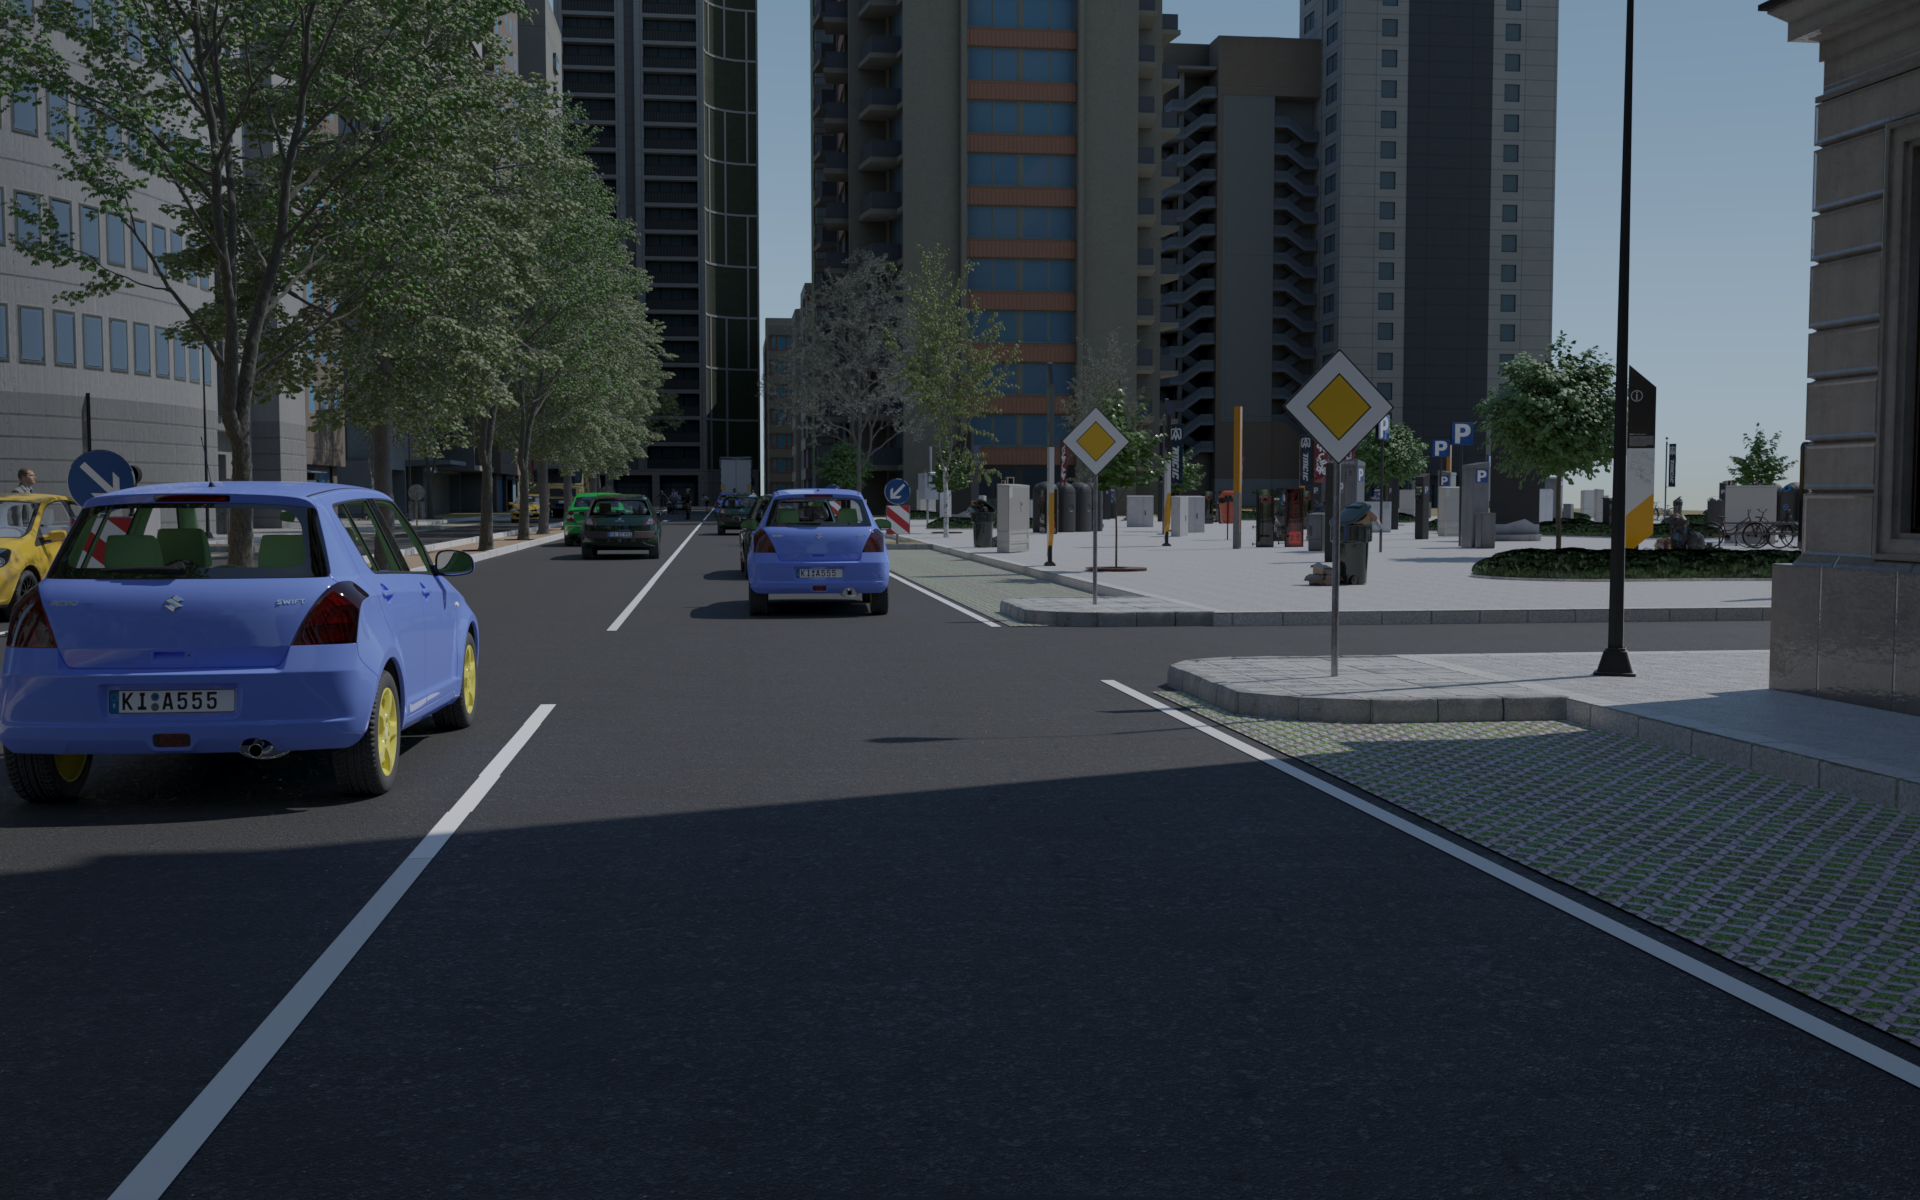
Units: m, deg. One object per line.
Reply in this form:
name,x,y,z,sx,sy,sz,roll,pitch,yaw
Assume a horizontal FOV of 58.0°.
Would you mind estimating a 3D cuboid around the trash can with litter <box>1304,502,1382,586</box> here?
trash can with litter,5.390,-0.796,24.402,1.055,1.170,0.624,-3,4,-37

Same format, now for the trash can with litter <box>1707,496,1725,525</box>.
trash can with litter,23.770,-2.716,55.458,2.233,1.210,1.678,1,4,17

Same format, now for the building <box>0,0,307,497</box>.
building,-34.215,-31.144,51.206,21.231,58.520,28.212,0,4,-8

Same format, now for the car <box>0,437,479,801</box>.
car,-3.704,0.009,9.446,1.945,1.707,3.694,0,4,-7

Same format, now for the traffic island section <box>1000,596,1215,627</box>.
traffic island section,1.584,0.132,20.117,2.009,0.180,2.903,0,4,-8

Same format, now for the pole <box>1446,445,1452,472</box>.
pole,20.305,-4.778,71.966,0.158,3.312,0.155,0,3,0

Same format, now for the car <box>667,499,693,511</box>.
car,-23.046,-7.970,142.113,2.131,1.459,4.920,0,4,-6

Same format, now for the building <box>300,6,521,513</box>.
building,-39.611,-29.040,124.914,14.600,45.320,14.200,0,4,-8

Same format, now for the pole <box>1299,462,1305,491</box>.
pole,13.018,-4.408,65.915,0.158,3.312,0.155,0,3,0

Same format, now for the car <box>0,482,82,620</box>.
car,-11.466,-0.637,20.635,2.015,1.641,3.980,0,4,-6

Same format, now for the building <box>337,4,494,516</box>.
building,-43.570,-31.411,102.816,28.713,52.752,27.495,0,4,-8

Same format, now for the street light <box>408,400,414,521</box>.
street light,-25.416,-6.677,81.704,1.470,5.913,1.316,0,4,-8

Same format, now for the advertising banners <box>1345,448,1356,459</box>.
advertising banners,13.286,-4.068,62.694,2.074,3.025,0.090,0,4,5

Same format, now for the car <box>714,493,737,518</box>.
car,-14.235,-5.951,106.886,1.945,1.707,3.694,0,4,-6

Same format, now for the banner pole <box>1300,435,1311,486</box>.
banner pole,12.939,-4.535,64.164,0.863,3.779,0.401,3,5,40

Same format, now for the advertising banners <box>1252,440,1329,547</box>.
advertising banners,8.053,-2.791,41.817,2.074,3.025,0.090,-1,4,-13

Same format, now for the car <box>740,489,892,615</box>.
car,-1.809,-0.749,21.841,1.945,1.707,3.694,0,4,-6

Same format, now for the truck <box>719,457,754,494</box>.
truck,-17.539,-8.990,135.901,2.839,4.237,11.283,0,4,-7

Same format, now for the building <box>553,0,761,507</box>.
building,-31.761,-45.629,184.286,20.611,71.187,20.563,0,4,-8

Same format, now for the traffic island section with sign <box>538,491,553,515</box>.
traffic island section with sign,-28.576,-6.735,118.742,1.989,1.847,2.006,0,4,-8

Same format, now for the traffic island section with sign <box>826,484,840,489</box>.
traffic island section with sign,-5.411,-3.864,71.809,1.989,1.847,2.006,0,4,-8

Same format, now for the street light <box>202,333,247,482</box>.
street light,-21.125,-4.724,49.773,1.470,5.913,1.316,0,4,-8

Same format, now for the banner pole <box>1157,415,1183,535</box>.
banner pole,6.647,-3.951,54.611,0.863,3.779,0.401,2,4,24

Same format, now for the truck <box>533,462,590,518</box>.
truck,-24.090,-6.780,106.770,3.469,3.379,9.791,0,4,-7

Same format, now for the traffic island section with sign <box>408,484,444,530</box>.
traffic island section with sign,-21.978,-3.752,69.976,1.989,1.847,2.006,0,4,-8

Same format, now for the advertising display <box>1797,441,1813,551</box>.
advertising display,10.698,-0.997,21.514,0.974,1.923,0.123,-3,5,-39

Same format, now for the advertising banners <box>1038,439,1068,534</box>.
advertising banners,2.986,-3.630,55.541,0.090,3.025,2.074,-1,4,-23

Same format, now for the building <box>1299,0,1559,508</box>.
building,43.020,-44.562,166.843,20.611,71.187,20.563,0,4,-8

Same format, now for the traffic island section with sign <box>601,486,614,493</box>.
traffic island section with sign,-18.942,-5.180,92.830,2.006,1.907,1.989,0,4,-8

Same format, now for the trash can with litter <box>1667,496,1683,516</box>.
trash can with litter,41.709,-5.497,101.266,1.055,1.170,0.624,1,4,20

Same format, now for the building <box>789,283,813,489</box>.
building,-0.910,-19.139,157.964,27.650,21.520,28.899,0,4,-8

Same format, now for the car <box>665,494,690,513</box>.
car,-21.275,-7.410,130.946,2.009,1.686,4.222,-1,4,-9

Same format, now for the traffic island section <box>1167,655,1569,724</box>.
traffic island section,2.654,0.616,12.204,2.009,0.180,2.903,0,4,-8

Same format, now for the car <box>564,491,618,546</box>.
car,-10.203,-2.472,49.207,1.959,1.807,4.718,0,4,-7

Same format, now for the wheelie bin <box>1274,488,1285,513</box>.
wheelie bin,16.746,-5.053,90.519,0.693,1.594,0.980,-2,4,-35

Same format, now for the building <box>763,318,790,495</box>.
building,-7.084,-21.272,192.837,28.899,21.520,27.650,0,4,-8

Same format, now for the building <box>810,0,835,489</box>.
building,-4.643,-27.607,134.970,14.154,41.232,14.086,0,4,-8

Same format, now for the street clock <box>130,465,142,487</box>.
street clock,-20.793,-2.380,43.489,0.471,2.002,0.358,0,4,-2

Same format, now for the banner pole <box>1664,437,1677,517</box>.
banner pole,30.984,-5.237,75.639,0.401,3.779,0.863,-1,4,-16

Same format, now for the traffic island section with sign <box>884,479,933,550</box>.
traffic island section with sign,-1.805,-2.230,45.096,1.989,1.847,2.006,0,4,-8

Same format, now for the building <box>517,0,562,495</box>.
building,-47.054,-32.477,154.698,21.600,48.544,21.300,0,4,-8

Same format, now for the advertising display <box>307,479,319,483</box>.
advertising display,-28.224,-4.292,75.394,0.974,1.923,0.123,2,4,34

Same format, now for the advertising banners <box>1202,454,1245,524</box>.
advertising banners,11.383,-4.809,74.816,2.074,3.025,0.090,-1,4,-20

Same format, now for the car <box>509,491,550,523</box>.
car,-21.537,-4.686,86.841,2.015,1.641,3.980,-1,4,-9

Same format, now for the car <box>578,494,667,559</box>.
car,-7.715,-1.821,39.561,2.009,1.686,4.222,-1,4,-9

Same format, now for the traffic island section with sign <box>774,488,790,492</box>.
traffic island section with sign,-15.726,-8.532,148.121,1.989,1.847,2.006,0,4,-8

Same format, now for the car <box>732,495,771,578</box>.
car,-3.037,-1.292,30.909,2.009,1.686,4.222,-1,4,-9

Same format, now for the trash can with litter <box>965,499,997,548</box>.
trash can with litter,0.682,-1.853,41.683,0.624,1.170,1.055,3,5,44

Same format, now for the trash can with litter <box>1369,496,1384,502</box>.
trash can with litter,13.870,-2.961,59.466,2.233,1.210,1.678,0,4,-4

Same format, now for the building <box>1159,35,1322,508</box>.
building,25.445,-31.658,167.721,14.200,45.320,14.600,0,4,-8

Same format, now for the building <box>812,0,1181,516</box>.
building,1.746,-28.065,113.491,22.147,44.769,28.867,0,4,-8

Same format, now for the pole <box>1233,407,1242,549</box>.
pole,6.482,-2.850,40.444,0.158,3.312,0.155,0,3,0

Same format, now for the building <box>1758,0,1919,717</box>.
building,11.211,-8.432,2.494,10.561,19.102,19.286,0,4,-8

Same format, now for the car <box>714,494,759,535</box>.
car,-7.761,-3.175,61.706,2.009,1.686,4.222,0,4,-7

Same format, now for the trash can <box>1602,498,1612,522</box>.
trash can,26.169,-3.548,69.658,0.748,1.137,0.748,0,3,0

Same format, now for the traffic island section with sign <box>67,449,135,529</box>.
traffic island section with sign,-8.865,-0.626,18.368,2.006,1.907,1.989,0,4,-8

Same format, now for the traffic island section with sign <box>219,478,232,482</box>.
traffic island section with sign,-18.374,-2.118,43.261,1.989,1.847,2.006,0,4,-8

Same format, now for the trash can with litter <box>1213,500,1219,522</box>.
trash can with litter,11.602,-4.096,78.362,1.055,1.170,0.624,3,5,43
